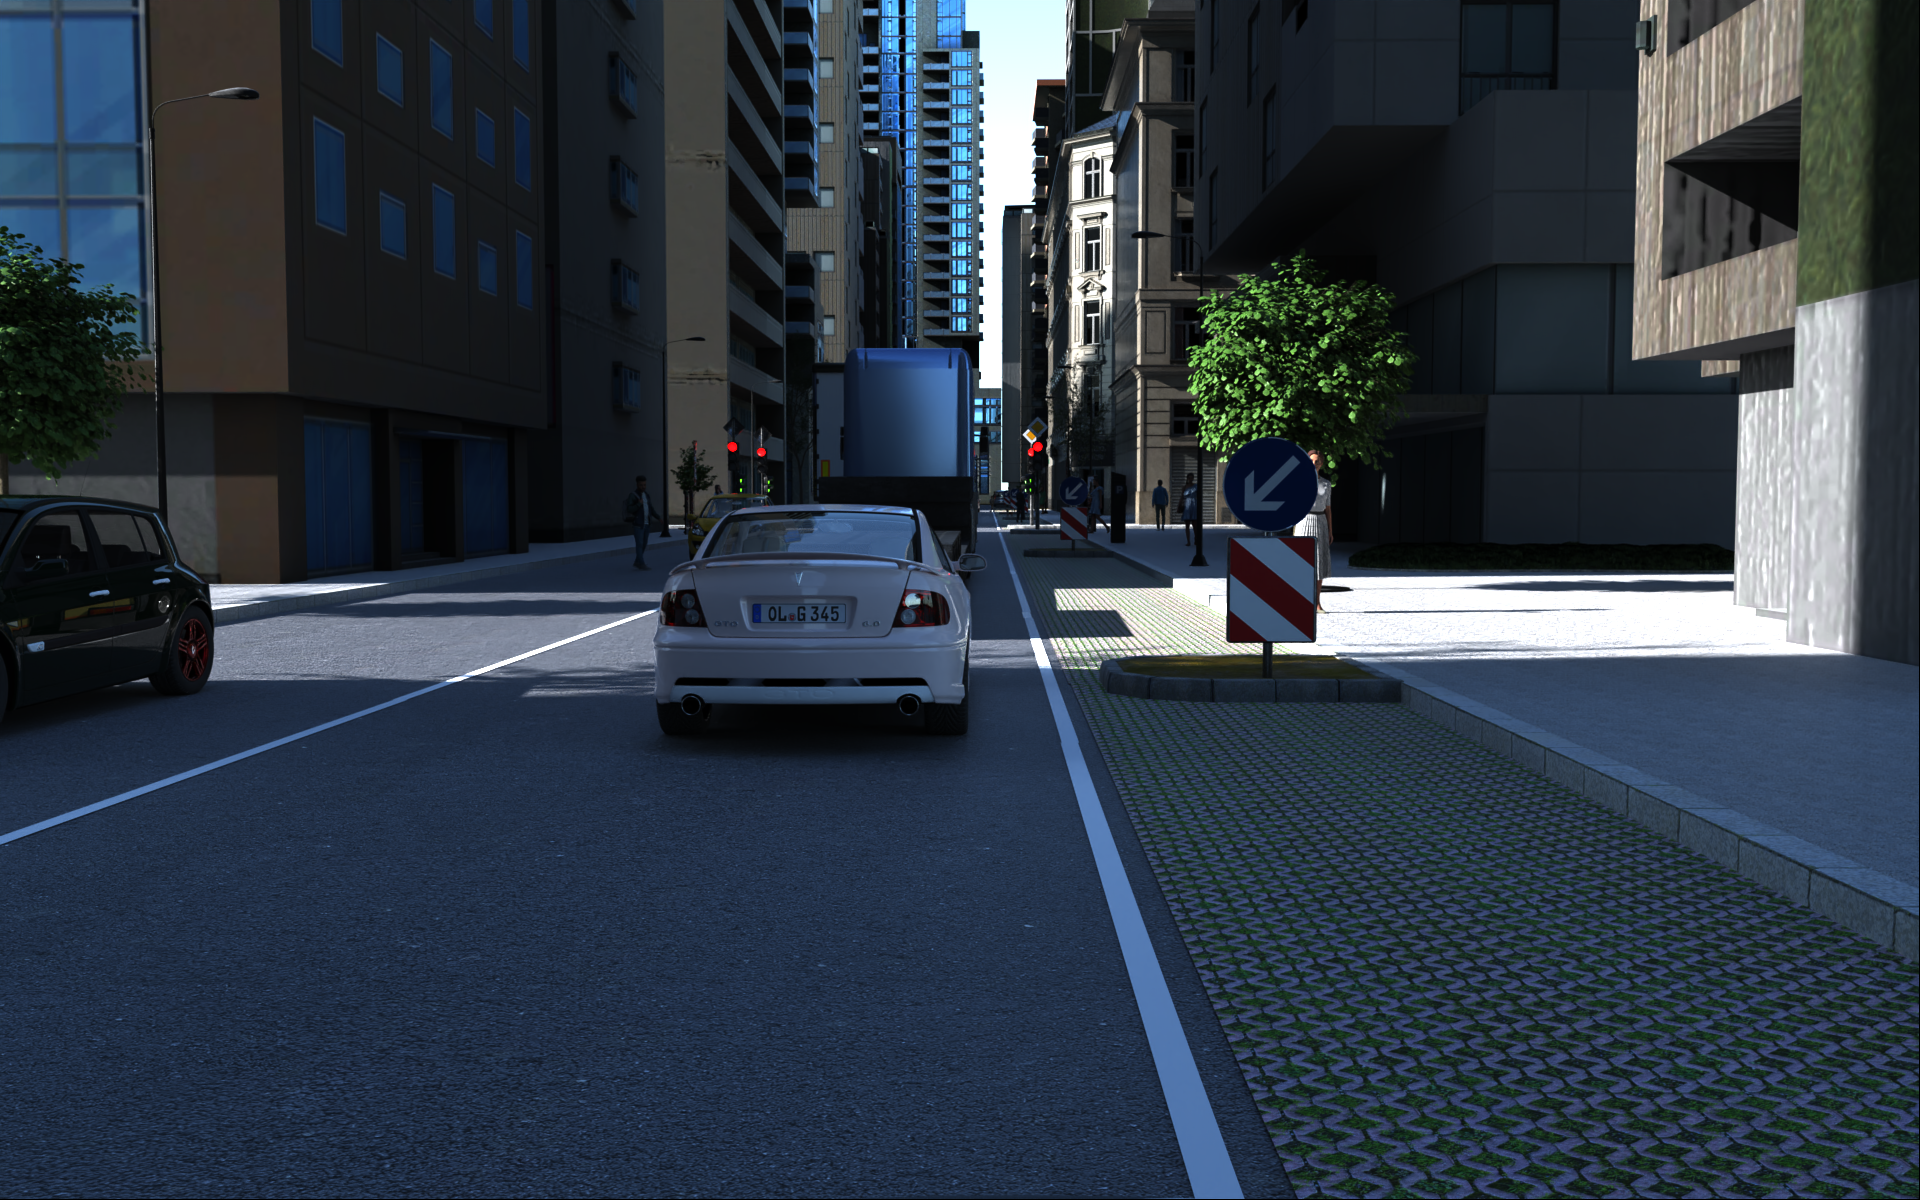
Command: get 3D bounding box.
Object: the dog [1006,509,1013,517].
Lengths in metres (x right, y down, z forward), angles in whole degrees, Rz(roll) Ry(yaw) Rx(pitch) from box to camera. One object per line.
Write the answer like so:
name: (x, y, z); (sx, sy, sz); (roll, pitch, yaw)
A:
dog: (3.085, -5.388, 107.387); (0.406, 0.507, 0.540); (1, 4, 10)

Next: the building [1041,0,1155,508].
building: (17.964, -43.913, 156.227); (20.563, 71.187, 20.611); (0, 4, 1)

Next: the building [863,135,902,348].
building: (-14.528, -34.414, 212.780); (14.200, 45.320, 14.600); (0, 4, 1)

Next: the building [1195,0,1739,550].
building: (21.031, -27.818, 44.061); (28.713, 52.752, 27.495); (0, 4, 1)

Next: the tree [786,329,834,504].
tree: (-8.805, -9.960, 97.254); (8.767, 10.594, 7.601); (0, 4, 7)

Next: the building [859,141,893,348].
building: (-14.997, -31.299, 195.332); (14.154, 41.232, 14.086); (0, 4, 1)

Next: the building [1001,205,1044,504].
building: (12.697, -33.869, 237.353); (14.086, 41.232, 14.154); (0, 4, 1)

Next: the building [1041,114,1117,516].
building: (14.966, -21.225, 123.451); (17.030, 29.872, 44.131); (0, 4, 1)

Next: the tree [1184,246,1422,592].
tree: (4.469, -2.405, 23.031); (4.285, 4.588, 4.351); (0, 3, 0)

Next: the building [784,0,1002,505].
building: (-9.784, -56.723, 240.096); (31.000, 86.520, 22.319); (0, 4, 1)

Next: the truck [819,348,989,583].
truck: (-1.082, -2.229, 26.201); (2.967, 4.110, 18.799); (0, 4, 1)

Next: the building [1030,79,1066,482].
building: (18.619, -32.238, 181.719); (22.147, 44.769, 28.867); (0, 4, 1)

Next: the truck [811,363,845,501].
truck: (-1.693, -3.278, 42.514); (2.839, 4.237, 11.283); (0, 4, 2)

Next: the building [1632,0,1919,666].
building: (14.224, -14.948, 16.096); (14.160, 30.474, 14.107); (0, 4, 1)

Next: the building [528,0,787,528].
building: (-20.106, -27.973, 81.068); (21.300, 48.544, 21.600); (0, 4, 1)

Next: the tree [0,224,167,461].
tree: (-11.365, -2.265, 20.743); (4.285, 4.588, 4.351); (0, 3, 0)

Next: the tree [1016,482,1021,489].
tree: (7.495, -13.259, 211.381); (1.663, 3.219, 1.824); (0, 3, 0)

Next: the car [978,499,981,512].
car: (0.622, -7.631, 137.136); (2.083, 1.381, 4.827); (0, 4, 0)

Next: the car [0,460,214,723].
car: (-6.365, -0.076, 11.032); (2.009, 1.686, 4.222); (0, 4, 2)

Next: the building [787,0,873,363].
building: (-23.045, -34.923, 160.237); (28.713, 52.752, 27.495); (0, 4, 1)

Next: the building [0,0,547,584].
building: (-16.121, -23.238, 30.051); (14.600, 45.320, 14.200); (0, 4, 1)

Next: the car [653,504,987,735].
car: (-0.856, 0.041, 11.686); (2.083, 1.381, 4.827); (0, 4, 0)

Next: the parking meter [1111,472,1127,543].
parking meter: (4.169, -2.431, 45.451); (0.399, 1.863, 0.255); (0, 4, -7)

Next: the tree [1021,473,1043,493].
tree: (6.703, -9.955, 157.372); (1.663, 3.219, 1.824); (0, 3, 0)

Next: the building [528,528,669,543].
building: (-20.799, -25.972, 48.338); (21.600, 48.544, 21.300); (0, 4, 1)

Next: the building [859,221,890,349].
building: (-14.777, -25.069, 181.585); (14.160, 30.474, 14.107); (0, 4, 1)

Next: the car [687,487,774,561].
car: (-4.715, -1.631, 36.894); (2.015, 1.641, 3.980); (0, 4, 0)

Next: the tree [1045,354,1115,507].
tree: (6.336, -8.639, 91.608); (4.360, 8.622, 3.978); (0, 3, 0)

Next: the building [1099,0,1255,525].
building: (21.878, -15.039, 79.170); (30.059, 22.955, 16.112); (0, 4, 1)

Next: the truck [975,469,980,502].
truck: (0.680, -11.441, 176.817); (2.967, 4.110, 18.799); (0, 3, 0)

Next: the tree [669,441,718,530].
tree: (-9.692, -4.164, 62.678); (1.663, 3.219, 1.824); (0, 3, 0)
